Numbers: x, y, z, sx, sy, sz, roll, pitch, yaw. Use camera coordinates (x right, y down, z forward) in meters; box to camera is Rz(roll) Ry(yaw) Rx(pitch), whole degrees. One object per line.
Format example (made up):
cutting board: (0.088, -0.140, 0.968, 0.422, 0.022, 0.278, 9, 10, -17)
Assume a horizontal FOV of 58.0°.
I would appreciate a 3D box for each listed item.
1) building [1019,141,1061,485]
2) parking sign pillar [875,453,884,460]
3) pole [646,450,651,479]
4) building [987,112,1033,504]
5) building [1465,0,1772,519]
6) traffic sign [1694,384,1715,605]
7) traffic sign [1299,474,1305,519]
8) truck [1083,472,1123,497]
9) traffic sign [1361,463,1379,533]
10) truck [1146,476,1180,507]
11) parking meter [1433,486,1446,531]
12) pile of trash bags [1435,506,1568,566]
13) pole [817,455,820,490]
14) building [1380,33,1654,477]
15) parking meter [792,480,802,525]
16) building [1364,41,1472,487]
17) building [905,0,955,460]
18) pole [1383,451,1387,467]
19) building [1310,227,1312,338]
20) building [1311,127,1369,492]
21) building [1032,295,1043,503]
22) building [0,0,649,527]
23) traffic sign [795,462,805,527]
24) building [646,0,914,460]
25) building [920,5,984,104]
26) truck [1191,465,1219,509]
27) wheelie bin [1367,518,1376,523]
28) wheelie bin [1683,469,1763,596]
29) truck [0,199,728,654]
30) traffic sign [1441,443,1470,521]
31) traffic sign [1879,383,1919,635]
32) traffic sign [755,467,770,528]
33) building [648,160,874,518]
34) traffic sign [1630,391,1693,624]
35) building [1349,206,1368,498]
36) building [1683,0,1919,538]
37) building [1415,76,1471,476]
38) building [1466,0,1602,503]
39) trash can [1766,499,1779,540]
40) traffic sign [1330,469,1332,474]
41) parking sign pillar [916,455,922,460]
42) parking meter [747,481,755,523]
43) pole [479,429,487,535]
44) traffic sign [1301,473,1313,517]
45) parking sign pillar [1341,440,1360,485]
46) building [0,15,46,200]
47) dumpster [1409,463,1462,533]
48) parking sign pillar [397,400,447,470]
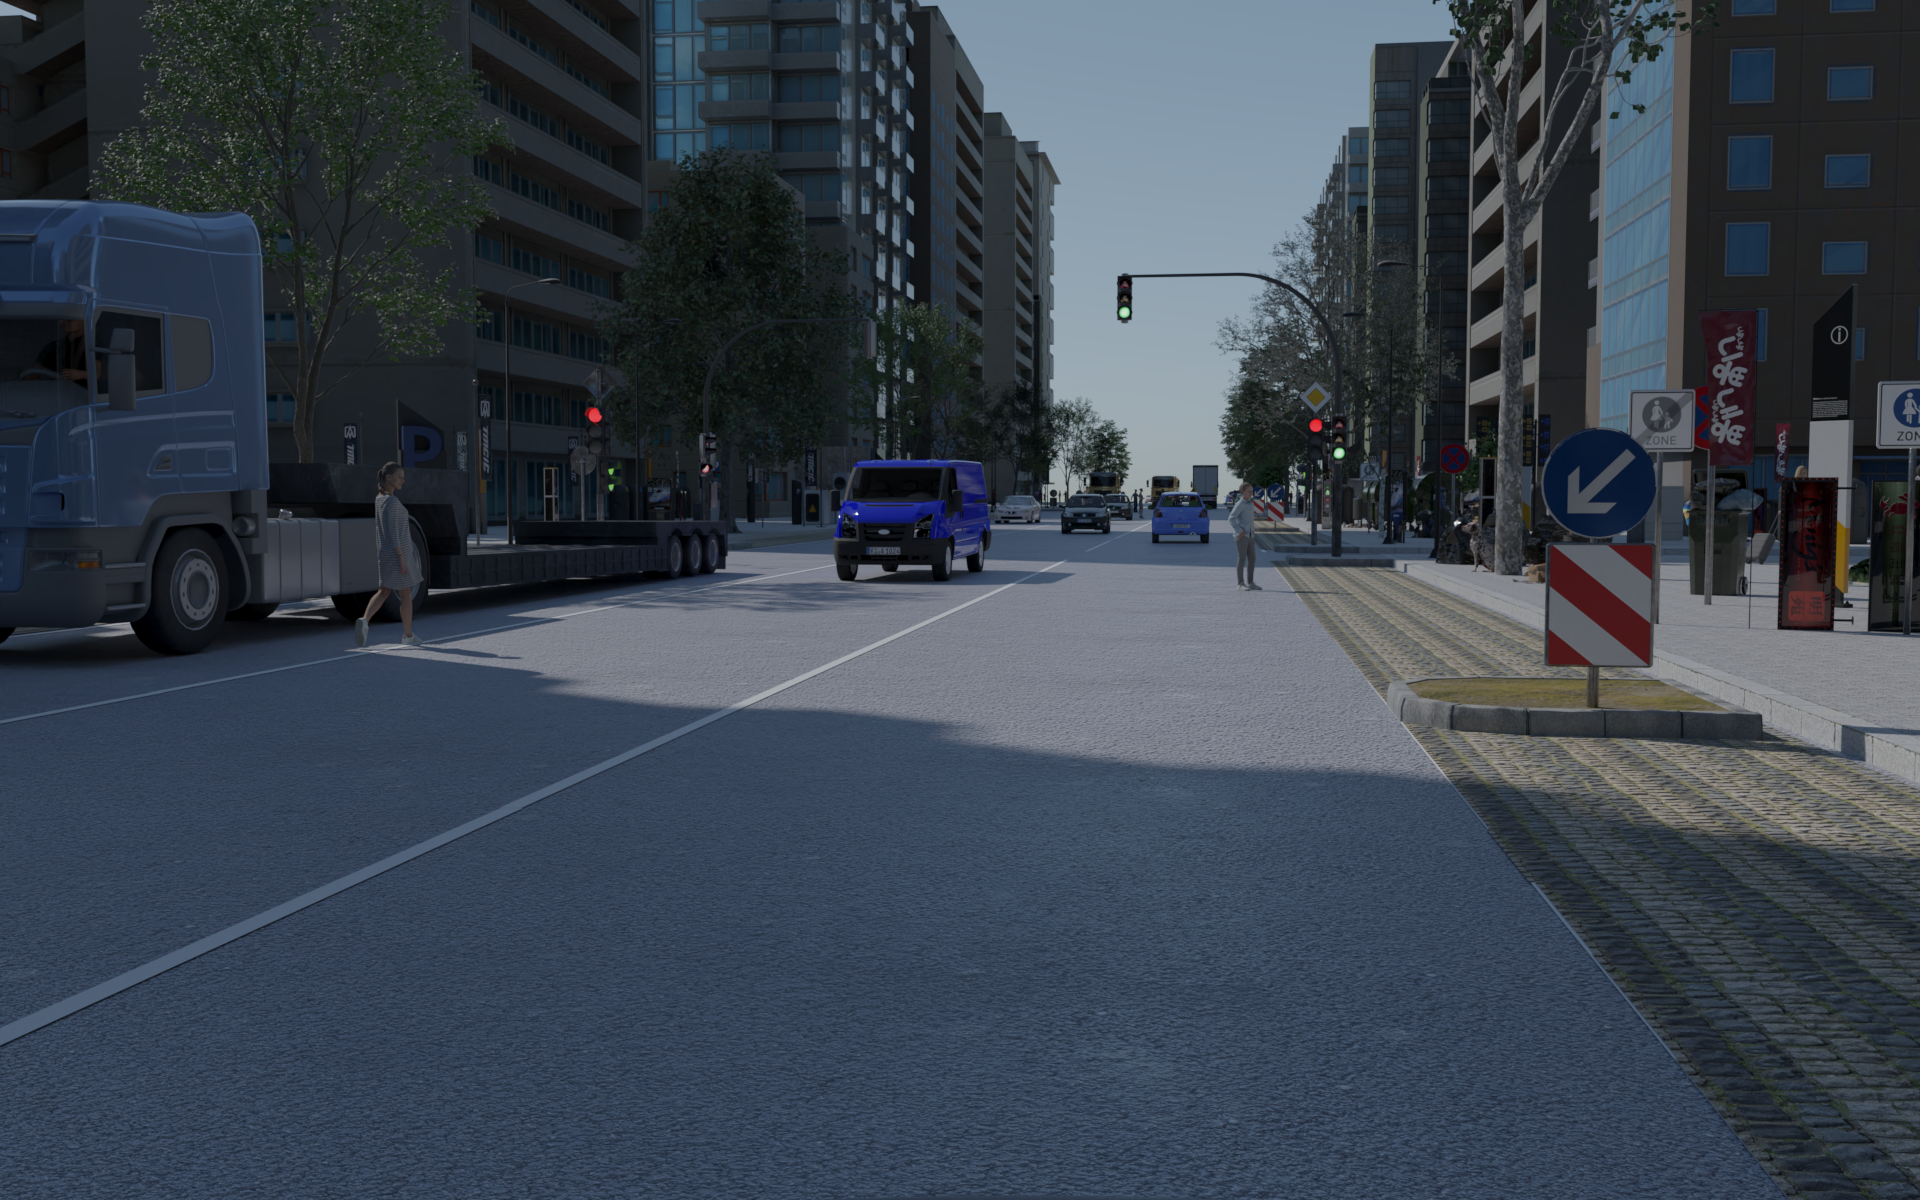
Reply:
building: (-0.058, -41.230, 263.342, 28.713, 52.752, 27.495, 1, 4, 8)
parking sign pillar: (-4.937, -7.612, 112.920, 1.447, 3.967, 1.447, 3, 5, 41)
pole: (-14.041, -5.158, 78.174, 0.158, 3.312, 0.155, 0, 3, 0)
building: (-2.254, -36.754, 224.637, 21.300, 48.544, 21.600, 1, 4, 8)
building: (39.245, -27.859, 105.609, 14.600, 45.320, 14.200, 1, 4, 8)
traffic sign: (8.675, -1.217, 20.012, 0.768, 2.556, 0.104, 1, 4, 13)
traffic sign: (17.491, -5.249, 87.948, 0.606, 2.300, 0.079, 1, 4, 10)
truck: (12.970, -9.728, 154.971, 3.469, 3.379, 9.791, 0, 4, 7)
traffic sign: (13.339, -3.322, 56.443, 0.606, 2.300, 0.079, 1, 4, 16)
truck: (21.863, -11.541, 184.616, 3.469, 3.379, 9.791, 1, 4, 10)
parking meter: (14.709, -2.735, 53.121, 0.372, 1.533, 0.369, 0, 3, 0)
pile of trash bags: (10.599, -1.345, 31.747, 3.447, 1.369, 1.912, -1, 4, -18)
pole: (-6.626, -5.378, 81.781, 0.158, 3.312, 0.155, 0, 3, 0)
building: (51.161, -27.407, 139.980, 32.217, 40.220, 23.993, 1, 4, 8)
parking meter: (-6.816, -4.077, 72.363, 0.399, 1.863, 0.255, -3, 5, -44)
building: (44.652, -29.145, 160.112, 14.154, 41.232, 14.086, 1, 4, 8)
building: (-8.371, -31.193, 160.110, 14.600, 45.320, 14.200, 1, 4, 8)
pole: (19.874, -5.337, 81.096, 0.158, 3.312, 0.155, 0, 3, 0)
building: (63.492, -38.952, 256.467, 23.786, 49.044, 30.456, 1, 4, 8)
building: (59.202, -37.098, 226.163, 23.786, 49.044, 30.456, 1, 4, 8)
building: (3.930, -28.787, 242.370, 14.160, 30.474, 14.107, 1, 4, 8)
building: (-27.217, -27.589, 74.789, 21.300, 48.544, 21.600, 1, 4, 8)
traffic sign: (-6.137, -4.151, 67.968, 0.768, 2.556, 0.104, 1, 4, 16)
building: (-16.025, -31.701, 137.917, 23.786, 49.044, 30.456, 1, 4, 8)
building: (-9.508, -33.917, 178.237, 21.300, 48.544, 21.600, 1, 4, 8)
truck: (24.339, -11.203, 172.089, 2.839, 4.237, 11.283, 0, 4, 8)
wheelie bin: (18.363, -4.203, 76.619, 0.980, 1.594, 0.693, 2, 4, 28)
wheelie bin: (9.673, -0.864, 22.030, 0.980, 1.594, 0.693, 2, 4, 35)
truck: (-6.892, -2.002, 22.495, 2.967, 4.110, 18.799, 1, 4, 9)
traffic sign: (12.416, -2.660, 43.600, 0.768, 2.556, 0.104, 1, 4, 16)
traffic sign: (8.639, -0.832, 15.734, 0.606, 2.300, 0.079, 1, 4, 16)
traffic sign: (-7.532, -3.912, 66.091, 0.606, 2.300, 0.079, 1, 4, 18)
building: (-21.781, -16.105, 108.360, 27.650, 21.520, 28.899, 1, 4, 8)
traffic sign: (6.873, -0.912, 17.035, 0.606, 2.300, 0.079, 1, 4, 13)
building: (46.336, -24.631, 174.415, 14.160, 30.474, 14.107, 1, 4, 8)
building: (29.425, -24.825, 55.994, 14.200, 45.320, 14.600, 1, 4, 8)
building: (39.405, -21.473, 122.784, 14.160, 30.474, 14.107, 1, 4, 8)
building: (36.164, -27.898, 79.834, 21.300, 48.544, 21.600, 1, 4, 8)
trash can: (22.767, -2.246, 48.370, 0.748, 1.137, 0.748, 0, 3, 0)
traffic sign: (17.920, -5.105, 83.466, 0.884, 2.594, 0.081, 1, 4, 14)
parking sign pillar: (-3.162, -7.977, 118.889, 1.447, 3.967, 1.447, 2, 4, 35)
parking meter: (-9.398, -4.414, 77.885, 0.255, 1.863, 0.399, -2, 4, -28)
pole: (-15.040, -3.717, 54.611, 0.158, 3.312, 0.155, 0, 3, 0)
traffic sign: (19.313, -5.915, 96.809, 0.768, 2.556, 0.104, 1, 4, 11)
parking sign pillar: (19.310, -6.002, 86.608, 1.447, 3.967, 1.447, 1, 4, 11)
building: (-51.815, -13.975, 73.533, 28.899, 21.520, 27.650, 1, 4, 8)
dumpster: (14.987, -3.176, 54.429, 1.502, 2.255, 1.985, 1, 4, 8)
parking sign pillar: (-15.428, -3.746, 49.713, 1.447, 3.967, 1.447, -2, 4, -30)
